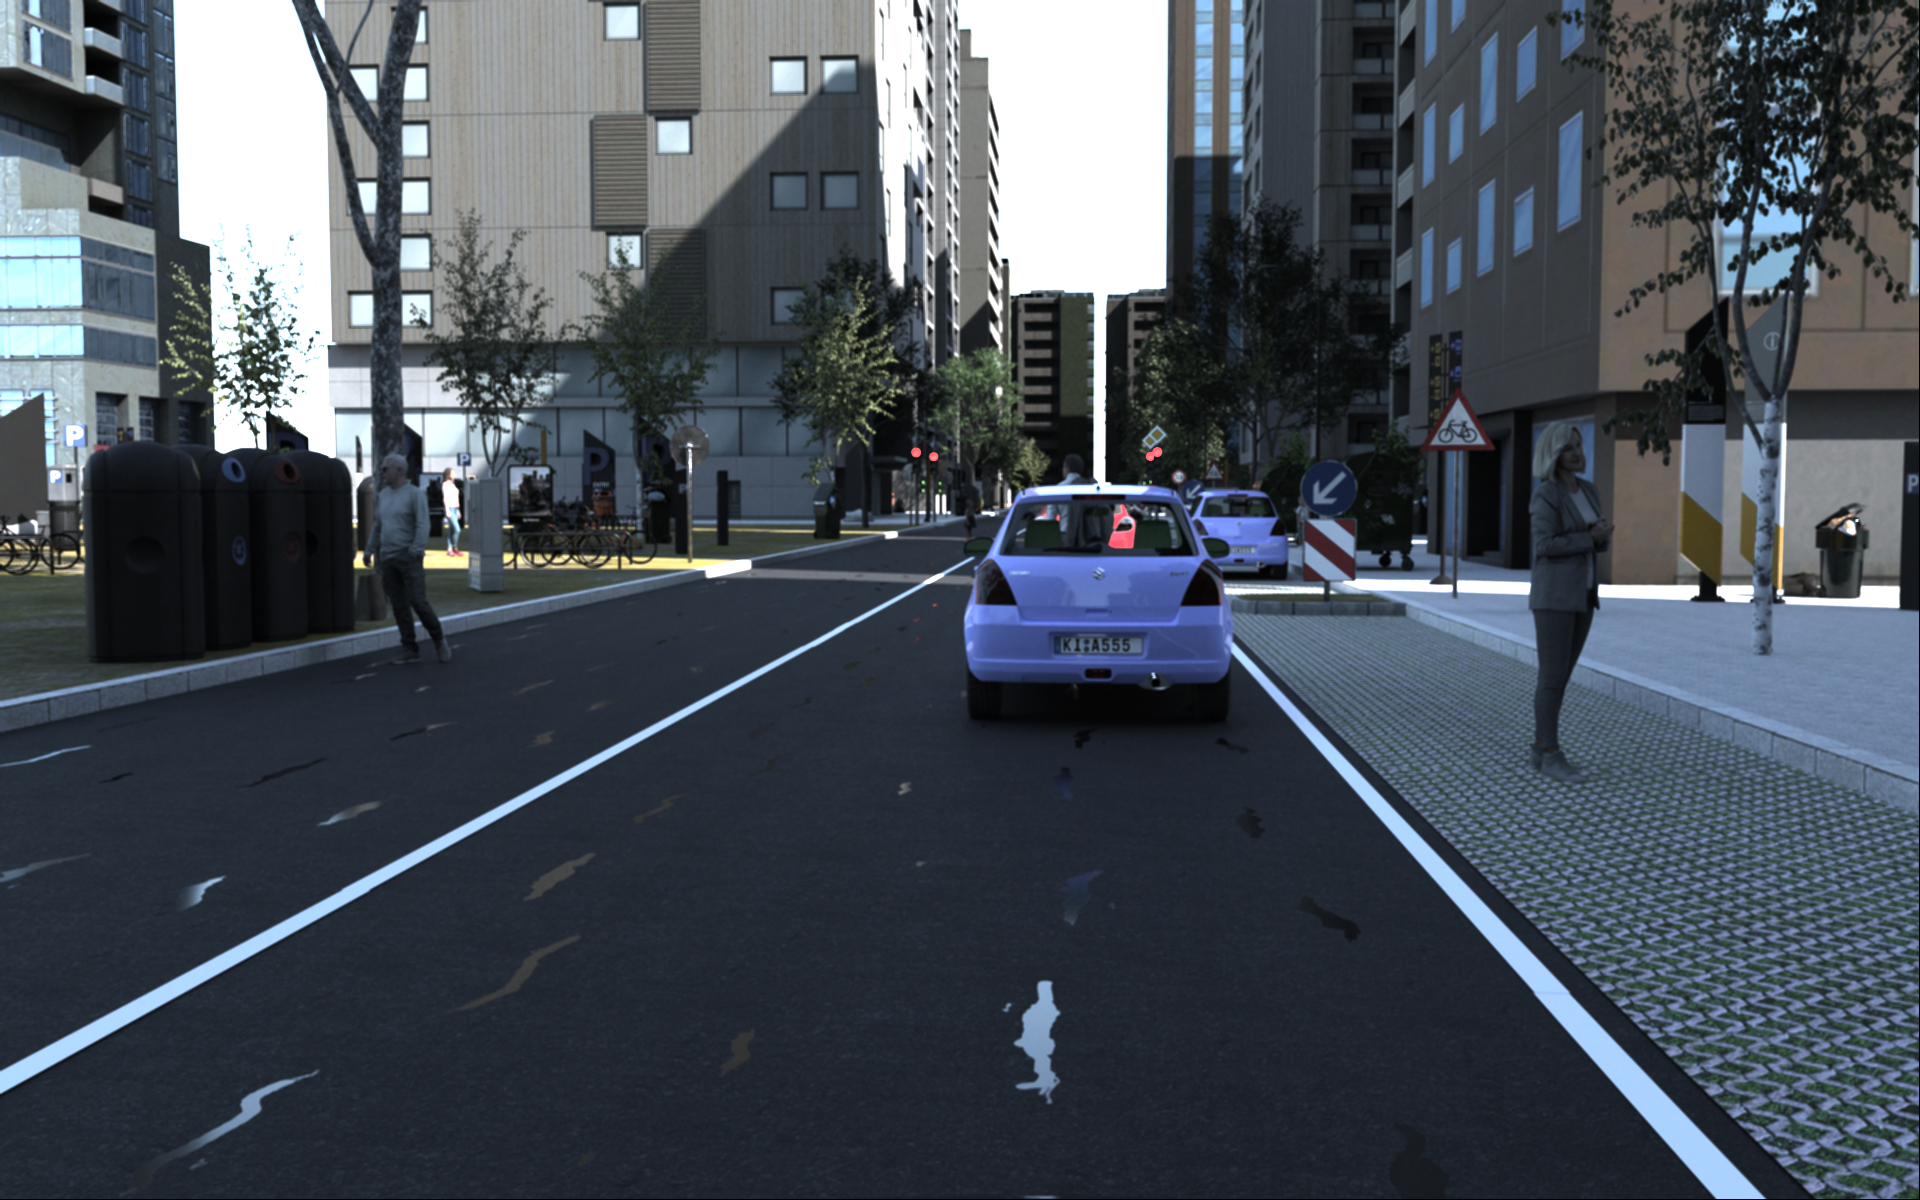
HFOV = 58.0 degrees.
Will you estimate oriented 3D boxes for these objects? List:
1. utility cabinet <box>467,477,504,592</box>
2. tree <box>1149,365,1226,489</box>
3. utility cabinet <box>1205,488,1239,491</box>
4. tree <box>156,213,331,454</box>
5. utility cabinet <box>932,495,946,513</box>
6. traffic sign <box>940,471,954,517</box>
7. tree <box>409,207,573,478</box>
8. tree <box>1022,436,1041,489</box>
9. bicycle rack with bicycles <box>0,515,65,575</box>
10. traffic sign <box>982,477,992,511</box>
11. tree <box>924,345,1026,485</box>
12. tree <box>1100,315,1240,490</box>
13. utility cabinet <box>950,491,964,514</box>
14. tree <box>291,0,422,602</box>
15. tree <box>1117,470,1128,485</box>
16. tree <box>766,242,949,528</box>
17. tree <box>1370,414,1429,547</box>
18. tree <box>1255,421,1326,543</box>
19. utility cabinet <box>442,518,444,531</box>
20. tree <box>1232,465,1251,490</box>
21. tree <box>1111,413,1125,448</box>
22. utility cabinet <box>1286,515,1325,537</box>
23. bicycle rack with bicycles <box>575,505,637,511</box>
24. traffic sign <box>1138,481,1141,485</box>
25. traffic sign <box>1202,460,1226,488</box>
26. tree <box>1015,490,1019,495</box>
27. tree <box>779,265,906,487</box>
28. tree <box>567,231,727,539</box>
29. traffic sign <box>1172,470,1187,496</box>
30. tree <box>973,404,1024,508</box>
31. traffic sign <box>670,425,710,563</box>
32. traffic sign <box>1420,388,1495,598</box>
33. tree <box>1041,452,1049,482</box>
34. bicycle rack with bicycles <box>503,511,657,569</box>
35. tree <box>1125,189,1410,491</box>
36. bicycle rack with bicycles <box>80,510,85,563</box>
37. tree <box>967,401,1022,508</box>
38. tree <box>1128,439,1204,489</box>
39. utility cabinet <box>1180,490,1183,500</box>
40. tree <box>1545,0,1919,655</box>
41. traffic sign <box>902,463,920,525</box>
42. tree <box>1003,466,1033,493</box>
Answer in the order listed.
[{"bbox_3d":[-6.297,-0.871,22.928,0.318,1.500,1.173,-1,4,-23],"label":"utility cabinet"},{"bbox_3d":[12.297,-8.700,92.612,4.737,8.622,4.395,0,3,0],"label":"tree"},{"bbox_3d":[9.185,-3.192,60.864,1.173,1.500,0.318,0,4,1],"label":"utility cabinet"},{"bbox_3d":[-18.379,-5.801,45.202,4.737,8.622,4.395,0,3,0],"label":"tree"},{"bbox_3d":[-1.456,-6.546,118.188,1.020,1.237,0.306,-3,5,-41],"label":"utility cabinet"},{"bbox_3d":[-0.735,-5.828,95.397,0.768,2.556,0.104,1,4,11],"label":"traffic sign"},{"bbox_3d":[-12.048,-5.763,44.590,4.360,8.622,3.978,0,3,0],"label":"tree"},{"bbox_3d":[3.893,-12.389,152.924,4.737,8.622,4.395,0,3,0],"label":"tree"},{"bbox_3d":[-15.755,-0.881,27.794,2.925,0.926,2.852,-2,4,-27],"label":"bicycle rack with bicycles"},{"bbox_3d":[1.994,-7.899,129.259,0.768,2.556,0.104,0,4,6],"label":"traffic sign"},{"bbox_3d":[1.011,-11.902,120.348,9.928,11.665,9.643,0,3,0],"label":"tree"},{"bbox_3d":[13.872,-11.904,111.643,9.611,12.733,9.660,0,3,0],"label":"tree"},{"bbox_3d":[-0.006,-6.154,109.302,1.173,1.500,0.318,0,4,6],"label":"utility cabinet"},{"bbox_3d":[-7.891,-10.111,21.207,12.611,20.169,13.585,0,3,0],"label":"tree"},{"bbox_3d":[21.022,-14.112,214.447,4.285,4.588,4.351,0,3,0],"label":"tree"},{"bbox_3d":[-3.881,-8.000,65.215,7.601,10.594,8.767,-2,4,-35],"label":"tree"},{"bbox_3d":[10.649,-2.906,42.109,1.663,3.219,1.824,0,3,0],"label":"tree"},{"bbox_3d":[8.943,-3.137,45.889,1.663,3.219,1.824,0,3,0],"label":"tree"},{"bbox_3d":[-18.125,-3.063,58.760,1.173,1.500,0.318,-1,4,-21],"label":"utility cabinet"},{"bbox_3d":[16.275,-6.389,99.056,1.663,3.219,1.824,0,3,0],"label":"tree"},{"bbox_3d":[14.666,-11.530,122.929,8.767,10.594,7.601,1,4,17],"label":"tree"},{"bbox_3d":[10.046,-2.563,50.589,1.173,1.500,0.318,0,4,7],"label":"utility cabinet"},{"bbox_3d":[-11.175,-2.480,53.927,2.852,0.926,2.925,-3,4,-37],"label":"bicycle rack with bicycles"},{"bbox_3d":[15.811,-9.204,150.214,0.795,2.593,0.064,1,4,9],"label":"traffic sign"},{"bbox_3d":[9.722,-4.058,66.357,0.884,2.594,0.081,1,4,11],"label":"traffic sign"},{"bbox_3d":[6.713,-12.550,199.794,1.663,3.219,1.824,0,3,0],"label":"tree"},{"bbox_3d":[-4.061,-6.509,56.781,4.737,8.622,4.395,0,3,0],"label":"tree"},{"bbox_3d":[-8.962,-6.067,49.566,4.737,8.622,4.395,0,3,0],"label":"tree"},{"bbox_3d":[11.458,-5.529,90.511,0.768,2.556,0.104,0,4,6],"label":"traffic sign"},{"bbox_3d":[2.658,-11.124,132.234,4.360,8.622,3.978,0,3,0],"label":"tree"},{"bbox_3d":[-5.002,-1.953,32.033,0.768,2.556,0.104,0,4,8],"label":"traffic sign"},{"bbox_3d":[6.094,-1.300,21.260,0.884,2.594,0.081,1,4,14],"label":"traffic sign"},{"bbox_3d":[8.982,-16.349,217.673,4.737,8.622,4.395,0,3,0],"label":"tree"},{"bbox_3d":[-6.947,-1.052,30.582,2.925,0.926,2.852,0,4,-3],"label":"bicycle rack with bicycles"},{"bbox_3d":[9.571,-7.217,52.409,8.767,10.594,7.601,0,4,7],"label":"tree"},{"bbox_3d":[-15.213,-1.157,32.299,2.852,0.926,2.925,0,4,7],"label":"bicycle rack with bicycles"},{"bbox_3d":[2.519,-11.492,138.262,4.737,8.622,4.395,0,3,0],"label":"tree"},{"bbox_3d":[12.473,-7.122,100.155,4.285,4.588,4.351,0,3,0],"label":"tree"},{"bbox_3d":[12.061,-5.384,96.713,1.173,1.500,0.318,-1,4,-16],"label":"utility cabinet"},{"bbox_3d":[6.592,-3.880,13.796,4.360,8.622,3.978,0,3,0],"label":"tree"},{"bbox_3d":[-2.038,-4.384,71.791,0.768,2.556,0.104,1,4,14],"label":"traffic sign"},{"bbox_3d":[6.133,-12.369,185.942,4.285,4.588,4.351,0,3,0],"label":"tree"}]
